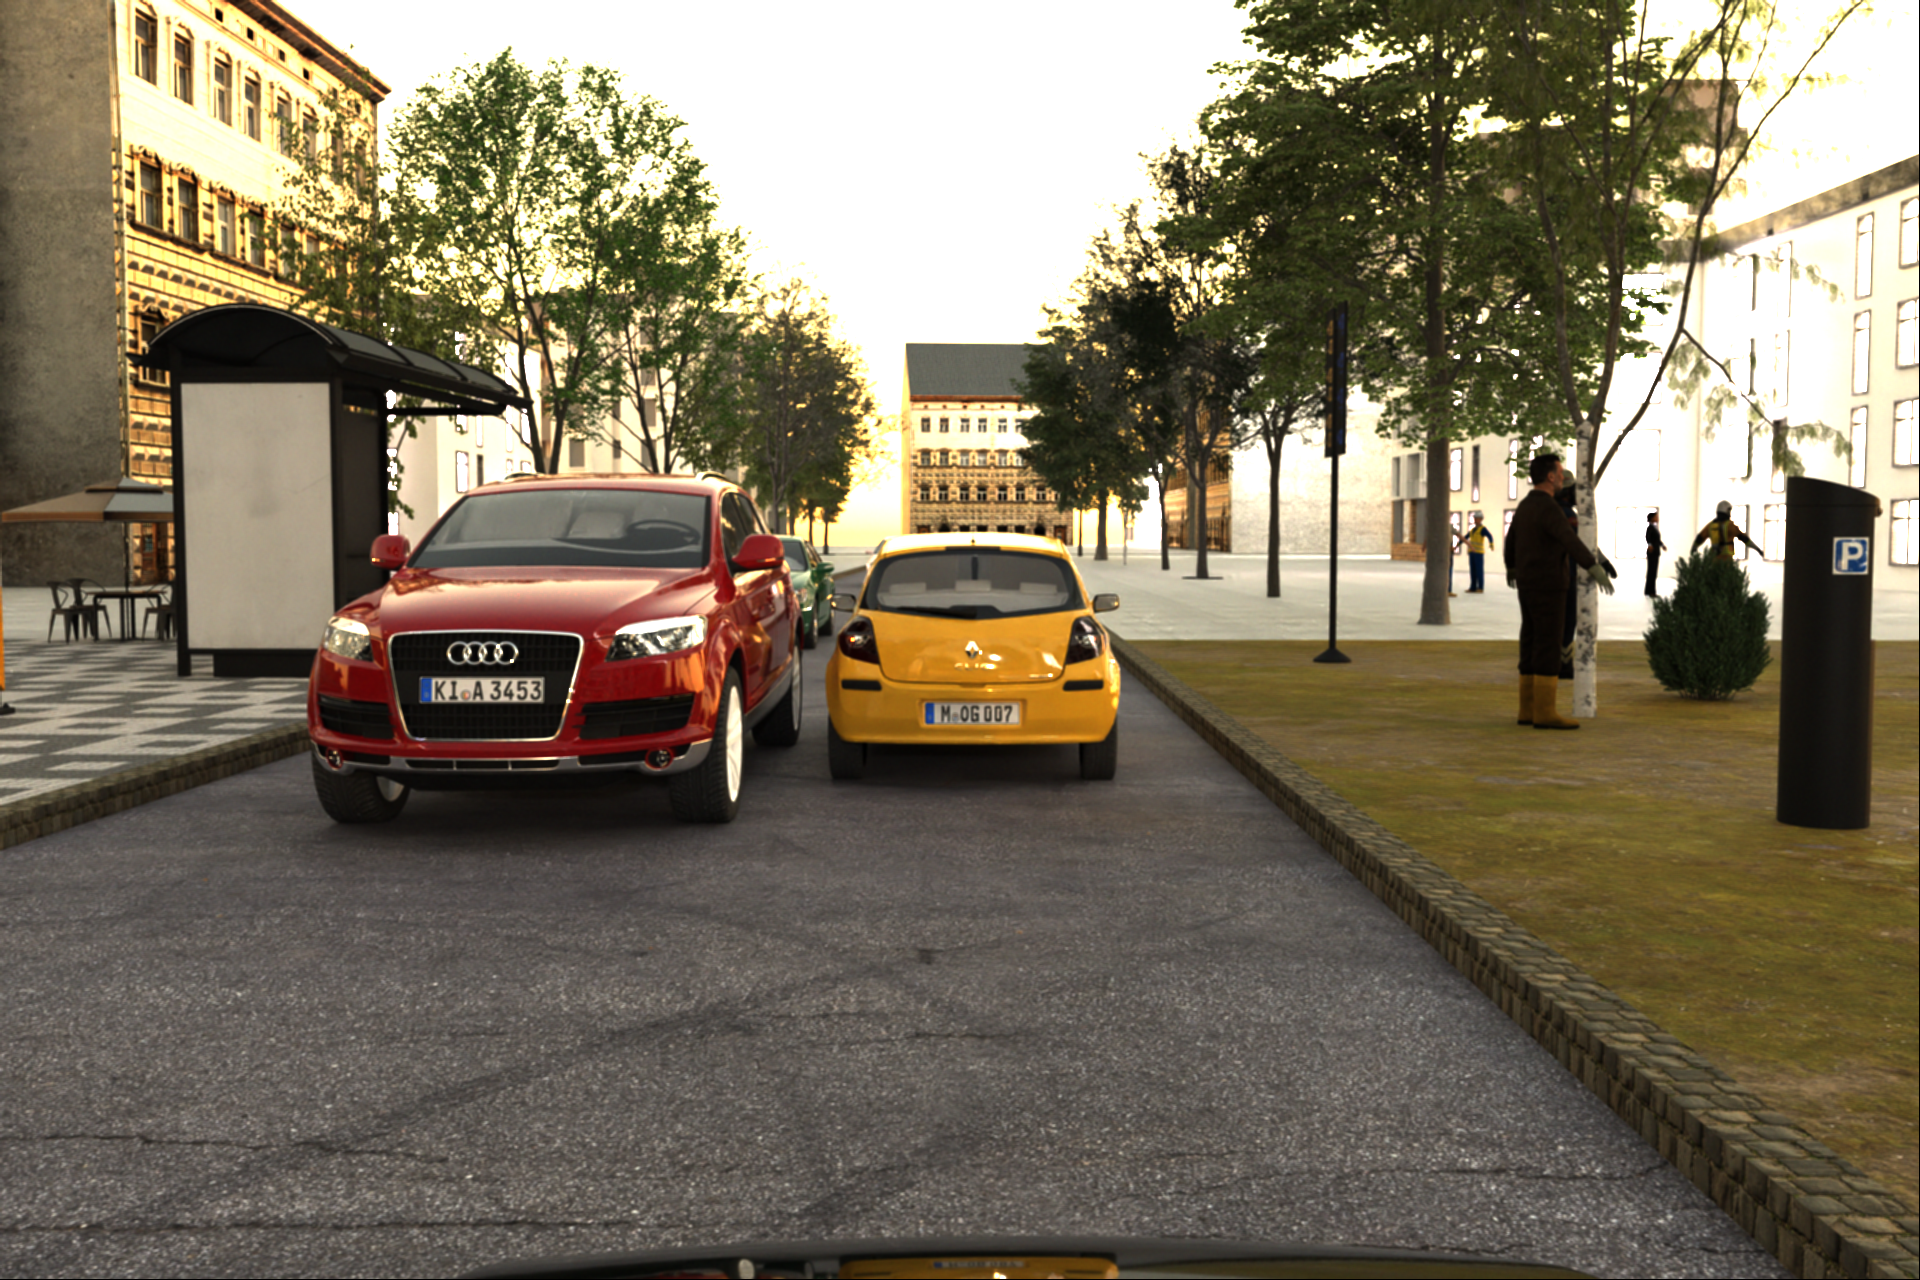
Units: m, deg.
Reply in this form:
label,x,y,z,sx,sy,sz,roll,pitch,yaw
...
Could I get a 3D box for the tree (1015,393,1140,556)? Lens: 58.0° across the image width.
label,x,y,z,sx,sy,sz,roll,pitch,yaw
tree,6.703,-10.062,98.921,8.767,10.594,7.601,2,4,32

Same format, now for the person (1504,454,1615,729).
label,x,y,z,sx,sy,sz,roll,pitch,yaw
person,3.905,-0.329,11.514,0.704,1.812,1.346,-1,4,-8

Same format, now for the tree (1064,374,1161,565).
label,x,y,z,sx,sy,sz,roll,pitch,yaw
tree,7.021,-7.398,71.323,4.360,8.622,3.978,0,3,0

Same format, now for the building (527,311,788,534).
label,x,y,z,sx,sy,sz,roll,pitch,yaw
building,-25.634,-17.564,153.628,16.747,18.905,31.486,0,4,1

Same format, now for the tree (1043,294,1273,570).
label,x,y,z,sx,sy,sz,roll,pitch,yaw
tree,7.358,-7.807,62.051,8.767,10.594,7.601,0,4,-6

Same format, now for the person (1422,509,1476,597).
label,x,y,z,sx,sy,sz,roll,pitch,yaw
person,9.957,-1.813,35.493,0.705,1.847,1.347,-2,4,-34

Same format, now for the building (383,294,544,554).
label,x,y,z,sx,sy,sz,roll,pitch,yaw
building,-22.423,-8.108,74.707,9.099,9.664,28.070,0,4,1

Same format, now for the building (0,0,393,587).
label,x,y,z,sx,sy,sz,roll,pitch,yaw
building,-29.081,-13.401,50.043,19.493,23.208,18.063,0,4,1

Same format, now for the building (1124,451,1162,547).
label,x,y,z,sx,sy,sz,roll,pitch,yaw
building,22.019,-14.192,174.188,9.099,9.664,28.070,0,4,1

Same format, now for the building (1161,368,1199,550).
label,x,y,z,sx,sy,sz,roll,pitch,yaw
building,27.796,-19.486,149.527,19.493,23.208,18.063,0,3,0

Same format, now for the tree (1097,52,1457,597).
label,x,y,z,sx,sy,sz,roll,pitch,yaw
tree,6.112,-6.135,34.719,7.601,10.594,8.767,-3,5,-42

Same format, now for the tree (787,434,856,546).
label,x,y,z,sx,sy,sz,roll,pitch,yaw
tree,-16.480,-17.464,192.185,9.857,13.997,8.962,0,3,0

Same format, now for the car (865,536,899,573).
label,x,y,z,sx,sy,sz,roll,pitch,yaw
car,-1.566,-2.197,48.286,2.083,1.381,4.827,0,4,1

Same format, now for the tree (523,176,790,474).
label,x,y,z,sx,sy,sz,roll,pitch,yaw
tree,-8.626,-7.590,49.857,9.928,11.665,9.643,0,3,0

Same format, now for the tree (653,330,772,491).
label,x,y,z,sx,sy,sz,roll,pitch,yaw
tree,-8.868,-6.731,60.422,4.737,8.622,4.395,0,3,0

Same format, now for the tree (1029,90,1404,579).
label,x,y,z,sx,sy,sz,roll,pitch,yaw
tree,6.853,-8.485,49.095,12.009,13.543,11.850,0,3,0

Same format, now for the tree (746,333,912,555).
label,x,y,z,sx,sy,sz,roll,pitch,yaw
tree,-8.046,-11.922,105.287,12.009,13.543,11.850,0,3,0

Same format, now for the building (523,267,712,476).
label,x,y,z,sx,sy,sz,roll,pitch,yaw
building,-24.489,-16.264,122.337,16.016,20.090,11.380,0,4,1

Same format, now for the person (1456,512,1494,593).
label,x,y,z,sx,sy,sz,roll,pitch,yaw
person,11.209,-1.914,37.763,0.721,1.772,1.216,-2,4,-25

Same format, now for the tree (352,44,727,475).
label,x,y,z,sx,sy,sz,roll,pitch,yaw
tree,-8.666,-6.756,36.210,9.928,11.665,9.643,0,3,0

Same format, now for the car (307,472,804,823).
label,x,y,z,sx,sy,sz,roll,pitch,yaw
car,-2.112,-0.098,10.275,2.281,1.827,5.304,0,4,0

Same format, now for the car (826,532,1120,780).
label,x,y,z,sx,sy,sz,roll,pitch,yaw
car,0.095,-0.080,11.530,2.015,1.641,3.980,0,4,1

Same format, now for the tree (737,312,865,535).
label,x,y,z,sx,sy,sz,roll,pitch,yaw
tree,-8.375,-10.457,89.092,7.486,12.596,7.792,0,3,0

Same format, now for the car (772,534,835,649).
label,x,y,z,sx,sy,sz,roll,pitch,yaw
car,-2.696,-0.692,23.115,2.131,1.459,4.920,0,4,0

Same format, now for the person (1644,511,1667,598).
label,x,y,z,sx,sy,sz,roll,pitch,yaw
person,14.034,-1.724,34.901,0.721,1.740,1.216,3,4,36

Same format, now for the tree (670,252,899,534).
label,x,y,z,sx,sy,sz,roll,pitch,yaw
tree,-7.919,-10.083,75.235,12.009,13.543,11.850,0,3,0

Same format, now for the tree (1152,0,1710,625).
label,x,y,z,sx,sy,sz,roll,pitch,yaw
tree,6.653,-6.521,24.747,7.486,12.596,7.792,0,3,0

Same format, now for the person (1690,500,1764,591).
label,x,y,z,sx,sy,sz,roll,pitch,yaw
person,12.954,-1.444,29.377,0.705,1.858,1.354,-2,4,-32

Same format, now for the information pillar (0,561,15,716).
label,x,y,z,sx,sy,sz,roll,pitch,yaw
information pillar,-6.856,-1.265,12.038,0.183,3.616,0.504,0,3,0

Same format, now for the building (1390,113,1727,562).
label,x,y,z,sx,sy,sz,roll,pitch,yaw
building,26.477,-13.940,84.343,16.016,20.090,11.380,0,4,0

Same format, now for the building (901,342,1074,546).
label,x,y,z,sx,sy,sz,roll,pitch,yaw
building,2.752,-22.287,197.773,18.063,23.208,19.493,0,4,-5

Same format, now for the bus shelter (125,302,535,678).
label,x,y,z,sx,sy,sz,roll,pitch,yaw
bus shelter,-6.181,-1.469,17.947,2.014,3.302,5.546,0,4,2

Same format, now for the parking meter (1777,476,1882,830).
label,x,y,z,sx,sy,sz,roll,pitch,yaw
parking meter,3.833,0.047,7.649,0.372,1.533,0.369,0,3,0

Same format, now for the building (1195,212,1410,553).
label,x,y,z,sx,sy,sz,roll,pitch,yaw
building,27.708,-18.061,126.231,19.493,23.208,18.063,0,4,1

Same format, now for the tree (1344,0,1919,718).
label,x,y,z,sx,sy,sz,roll,pitch,yaw
tree,4.435,-3.778,12.141,4.360,8.622,3.978,0,3,0

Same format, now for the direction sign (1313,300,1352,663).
label,x,y,z,sx,sy,sz,roll,pitch,yaw
direction sign,3.740,-1.547,17.292,0.379,3.537,0.876,0,4,1

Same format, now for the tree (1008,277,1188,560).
label,x,y,z,sx,sy,sz,roll,pitch,yaw
tree,6.936,-10.898,84.831,9.857,13.997,8.962,0,3,0

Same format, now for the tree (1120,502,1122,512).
label,x,y,z,sx,sy,sz,roll,pitch,yaw
tree,19.876,-14.771,191.874,4.360,8.622,3.978,0,3,0

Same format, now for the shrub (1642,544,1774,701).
label,x,y,z,sx,sy,sz,roll,pitch,yaw
shrub,5.804,-0.143,13.451,1.383,1.207,1.383,0,3,0

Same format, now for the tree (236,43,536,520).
label,x,y,z,sx,sy,sz,roll,pitch,yaw
tree,-8.966,-4.697,27.163,4.737,8.622,4.395,0,3,0

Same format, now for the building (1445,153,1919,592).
label,x,y,z,sx,sy,sz,roll,pitch,yaw
building,21.903,-6.581,49.743,9.099,9.664,28.070,0,4,0

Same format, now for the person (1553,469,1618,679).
label,x,y,z,sx,sy,sz,roll,pitch,yaw
person,5.378,-0.591,15.448,0.705,1.856,1.354,-1,4,-12
